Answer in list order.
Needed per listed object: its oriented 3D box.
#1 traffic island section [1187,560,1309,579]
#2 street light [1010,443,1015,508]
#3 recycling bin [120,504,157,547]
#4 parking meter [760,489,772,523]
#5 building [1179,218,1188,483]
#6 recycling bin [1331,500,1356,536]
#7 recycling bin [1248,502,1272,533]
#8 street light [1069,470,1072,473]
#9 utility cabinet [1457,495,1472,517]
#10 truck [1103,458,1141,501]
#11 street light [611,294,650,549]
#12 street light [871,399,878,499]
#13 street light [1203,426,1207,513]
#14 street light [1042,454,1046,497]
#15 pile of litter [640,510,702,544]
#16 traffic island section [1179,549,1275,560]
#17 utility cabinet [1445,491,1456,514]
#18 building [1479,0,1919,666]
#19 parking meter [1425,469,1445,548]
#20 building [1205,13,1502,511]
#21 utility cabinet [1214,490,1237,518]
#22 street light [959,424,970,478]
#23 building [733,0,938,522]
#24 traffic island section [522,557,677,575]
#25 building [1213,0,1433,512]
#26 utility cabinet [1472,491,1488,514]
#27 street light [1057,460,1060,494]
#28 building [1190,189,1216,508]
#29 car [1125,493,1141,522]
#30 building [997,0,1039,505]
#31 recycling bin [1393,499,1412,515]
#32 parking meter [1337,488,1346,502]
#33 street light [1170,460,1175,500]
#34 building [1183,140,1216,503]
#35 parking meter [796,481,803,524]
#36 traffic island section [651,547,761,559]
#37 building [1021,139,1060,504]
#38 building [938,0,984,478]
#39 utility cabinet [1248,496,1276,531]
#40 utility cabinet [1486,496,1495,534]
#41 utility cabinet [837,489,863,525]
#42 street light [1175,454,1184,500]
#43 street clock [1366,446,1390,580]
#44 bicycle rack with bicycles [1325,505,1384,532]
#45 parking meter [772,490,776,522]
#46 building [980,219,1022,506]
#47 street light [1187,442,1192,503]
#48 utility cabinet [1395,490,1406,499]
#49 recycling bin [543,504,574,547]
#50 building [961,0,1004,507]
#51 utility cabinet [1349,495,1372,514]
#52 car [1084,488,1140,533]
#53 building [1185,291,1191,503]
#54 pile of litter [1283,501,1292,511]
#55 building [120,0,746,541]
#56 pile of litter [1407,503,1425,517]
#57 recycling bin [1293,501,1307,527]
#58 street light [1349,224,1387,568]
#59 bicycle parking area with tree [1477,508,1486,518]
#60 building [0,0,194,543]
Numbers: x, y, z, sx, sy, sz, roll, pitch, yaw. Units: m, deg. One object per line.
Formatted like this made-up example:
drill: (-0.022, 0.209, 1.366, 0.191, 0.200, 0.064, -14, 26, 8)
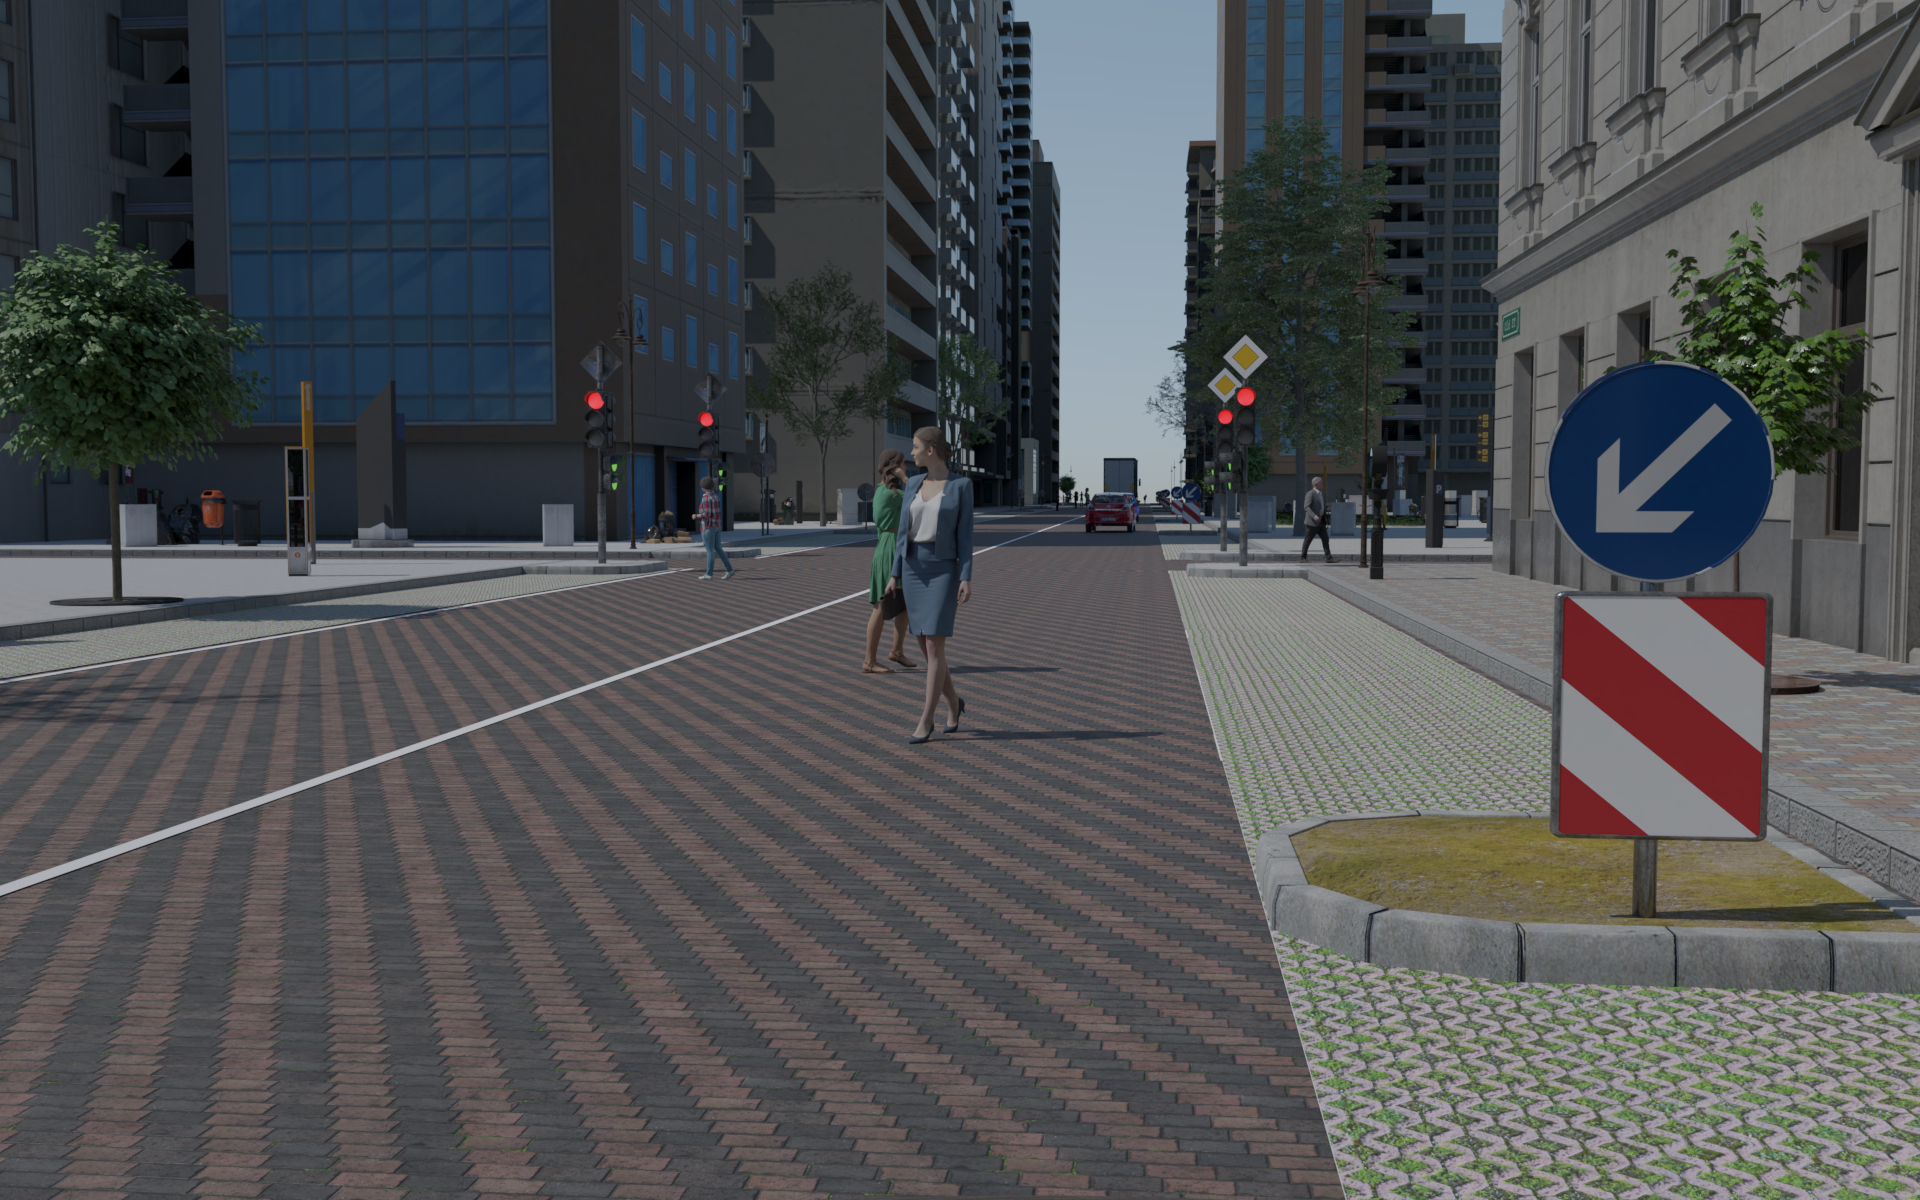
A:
traffic island section: (5.049, -0.517, 30.732, 2.009, 0.180, 2.903, 0, 4, 6)
street light: (4.623, -11.086, 154.038, 0.468, 5.910, 1.993, 0, 4, 6)
recycling bin: (-20.073, -1.821, 42.319, 0.722, 1.027, 0.722, -2, 4, -34)
parking meter: (-8.715, -4.191, 76.938, 0.372, 1.533, 0.369, 0, 3, 0)
building: (44.511, -38.835, 254.552, 23.786, 49.044, 30.456, 0, 4, 6)
recycling bin: (11.916, -2.525, 53.837, 0.722, 1.027, 0.722, 1, 4, 16)
recycling bin: (9.937, -2.748, 57.477, 0.722, 1.027, 0.722, 1, 4, 20)
street light: (17.494, -18.369, 273.119, 0.468, 5.910, 1.993, 0, 4, 6)
utility cabinet: (27.869, -5.172, 95.726, 1.020, 1.237, 0.306, -3, 5, -39)
truck: (12.969, -9.173, 138.893, 2.839, 4.237, 11.283, 0, 4, 7)
street light: (-7.625, -4.126, 40.244, 0.468, 5.910, 1.993, 0, 4, 6)
street light: (-3.819, -6.366, 76.877, 0.468, 5.910, 1.993, 0, 4, 6)
street light: (16.303, -8.726, 115.457, 0.468, 5.910, 1.993, 0, 4, 6)
street light: (9.633, -13.878, 199.690, 0.468, 5.910, 1.993, 0, 4, 6)
pile of litter: (-7.549, -1.920, 45.360, 1.719, 0.858, 1.176, -1, 4, -17)
traffic island section: (5.907, -1.002, 38.671, 2.009, 0.180, 2.903, 0, 4, 6)
utility cabinet: (31.058, -6.178, 109.693, 0.318, 1.500, 1.173, 3, 4, 36)
building: (14.441, -14.039, 5.952, 17.030, 29.872, 44.131, 0, 4, 6)
parking meter: (11.313, -2.174, 41.249, 0.399, 1.863, 0.255, -2, 4, -31)
building: (37.013, -27.706, 144.879, 32.217, 40.220, 23.993, 0, 4, 6)
utility cabinet: (14.191, -5.129, 92.532, 1.173, 1.500, 0.318, 2, 4, 24)
street light: (0.175, -8.606, 113.490, 0.468, 5.910, 1.993, 0, 4, 6)
building: (-12.970, -28.553, 90.541, 21.300, 48.544, 21.600, 0, 4, 6)
traffic island section: (-6.624, -0.594, 31.994, 2.009, 0.180, 2.903, 0, 4, 6)
building: (25.876, -29.130, 126.393, 14.600, 45.320, 14.200, 0, 4, 6)
utility cabinet: (32.320, -6.058, 107.726, 1.173, 1.500, 0.318, -3, 4, -38)
street light: (13.417, -16.119, 236.326, 0.468, 5.910, 1.993, 0, 4, 6)
building: (29.682, -24.106, 165.829, 14.160, 30.474, 14.107, 0, 4, 6)
car: (8.601, -5.021, 91.683, 1.945, 1.707, 3.694, 0, 4, 4)
building: (-1.030, -55.107, 213.667, 22.319, 86.520, 31.000, 0, 4, 6)
recycling bin: (22.576, -4.638, 88.383, 0.722, 1.027, 0.722, -1, 4, -16)
parking meter: (16.431, -4.052, 74.656, 0.372, 1.533, 0.369, 0, 3, 0)
street light: (28.997, -15.997, 234.331, 0.468, 5.910, 1.993, 0, 4, 6)
building: (38.461, -34.001, 210.547, 22.147, 44.769, 28.867, 0, 4, 6)
parking meter: (-6.963, -4.245, 75.116, 0.255, 1.863, 0.399, 0, 4, 0)
traffic island section: (-5.766, -1.080, 39.933, 2.009, 0.180, 2.903, 0, 4, 6)
building: (2.707, -37.745, 240.827, 21.300, 48.544, 21.600, 0, 4, 6)
building: (-10.783, -31.251, 130.556, 23.786, 49.044, 30.456, 0, 4, 6)
utility cabinet: (10.597, -3.040, 60.864, 1.020, 1.237, 0.306, 3, 5, 40)
utility cabinet: (17.633, -2.768, 56.416, 1.020, 1.237, 0.306, -2, 4, -25)
utility cabinet: (-4.481, -3.774, 70.377, 0.318, 1.500, 1.173, 3, 5, 40)
street light: (25.136, -13.752, 197.625, 0.468, 5.910, 1.993, 0, 4, 6)
street clock: (6.271, -1.311, 26.010, 0.358, 2.002, 0.471, 0, 4, 8)
bicycle rack with bicycles: (12.872, -2.769, 58.660, 2.925, 0.926, 2.852, -3, 5, -39)
parking meter: (-8.390, -4.215, 77.327, 0.372, 1.533, 0.369, 0, 3, 0)
building: (-1.027, -25.054, 181.339, 14.160, 30.474, 14.107, 0, 4, 6)
street light: (20.150, -10.966, 152.086, 0.468, 5.910, 1.993, 0, 4, 6)
utility cabinet: (25.071, -5.507, 98.716, 0.318, 1.500, 1.173, 2, 4, 29)
recycling bin: (-9.884, -1.839, 42.629, 0.722, 1.027, 0.722, -1, 4, -11)
building: (-10.355, -34.880, 159.523, 28.713, 52.752, 27.495, 0, 4, 6)
utility cabinet: (18.229, -4.138, 78.813, 1.020, 1.237, 0.306, 1, 4, 13)
car: (5.778, -3.489, 66.083, 2.155, 1.783, 4.494, 0, 4, 8)
building: (37.490, -28.245, 233.506, 14.160, 30.474, 14.107, 0, 4, 6)
pile of litter: (19.778, -5.441, 102.926, 1.176, 0.858, 1.719, 3, 5, 43)
building: (-15.095, -24.637, 52.931, 14.600, 45.320, 14.200, 0, 4, 6)
pile of litter: (21.259, -4.135, 81.570, 1.719, 0.858, 1.176, 1, 4, 18)
recycling bin: (13.357, -3.353, 67.377, 0.722, 1.027, 0.722, 1, 4, 13)
street light: (7.027, -3.498, 29.986, 0.468, 5.910, 1.993, 0, 4, 6)
bicycle parking area with tree: (28.478, -5.738, 80.822, 9.016, 4.147, 8.231, 2, 4, 24)
building: (-31.179, -22.378, 49.474, 14.086, 41.232, 14.154, 0, 4, 6)
